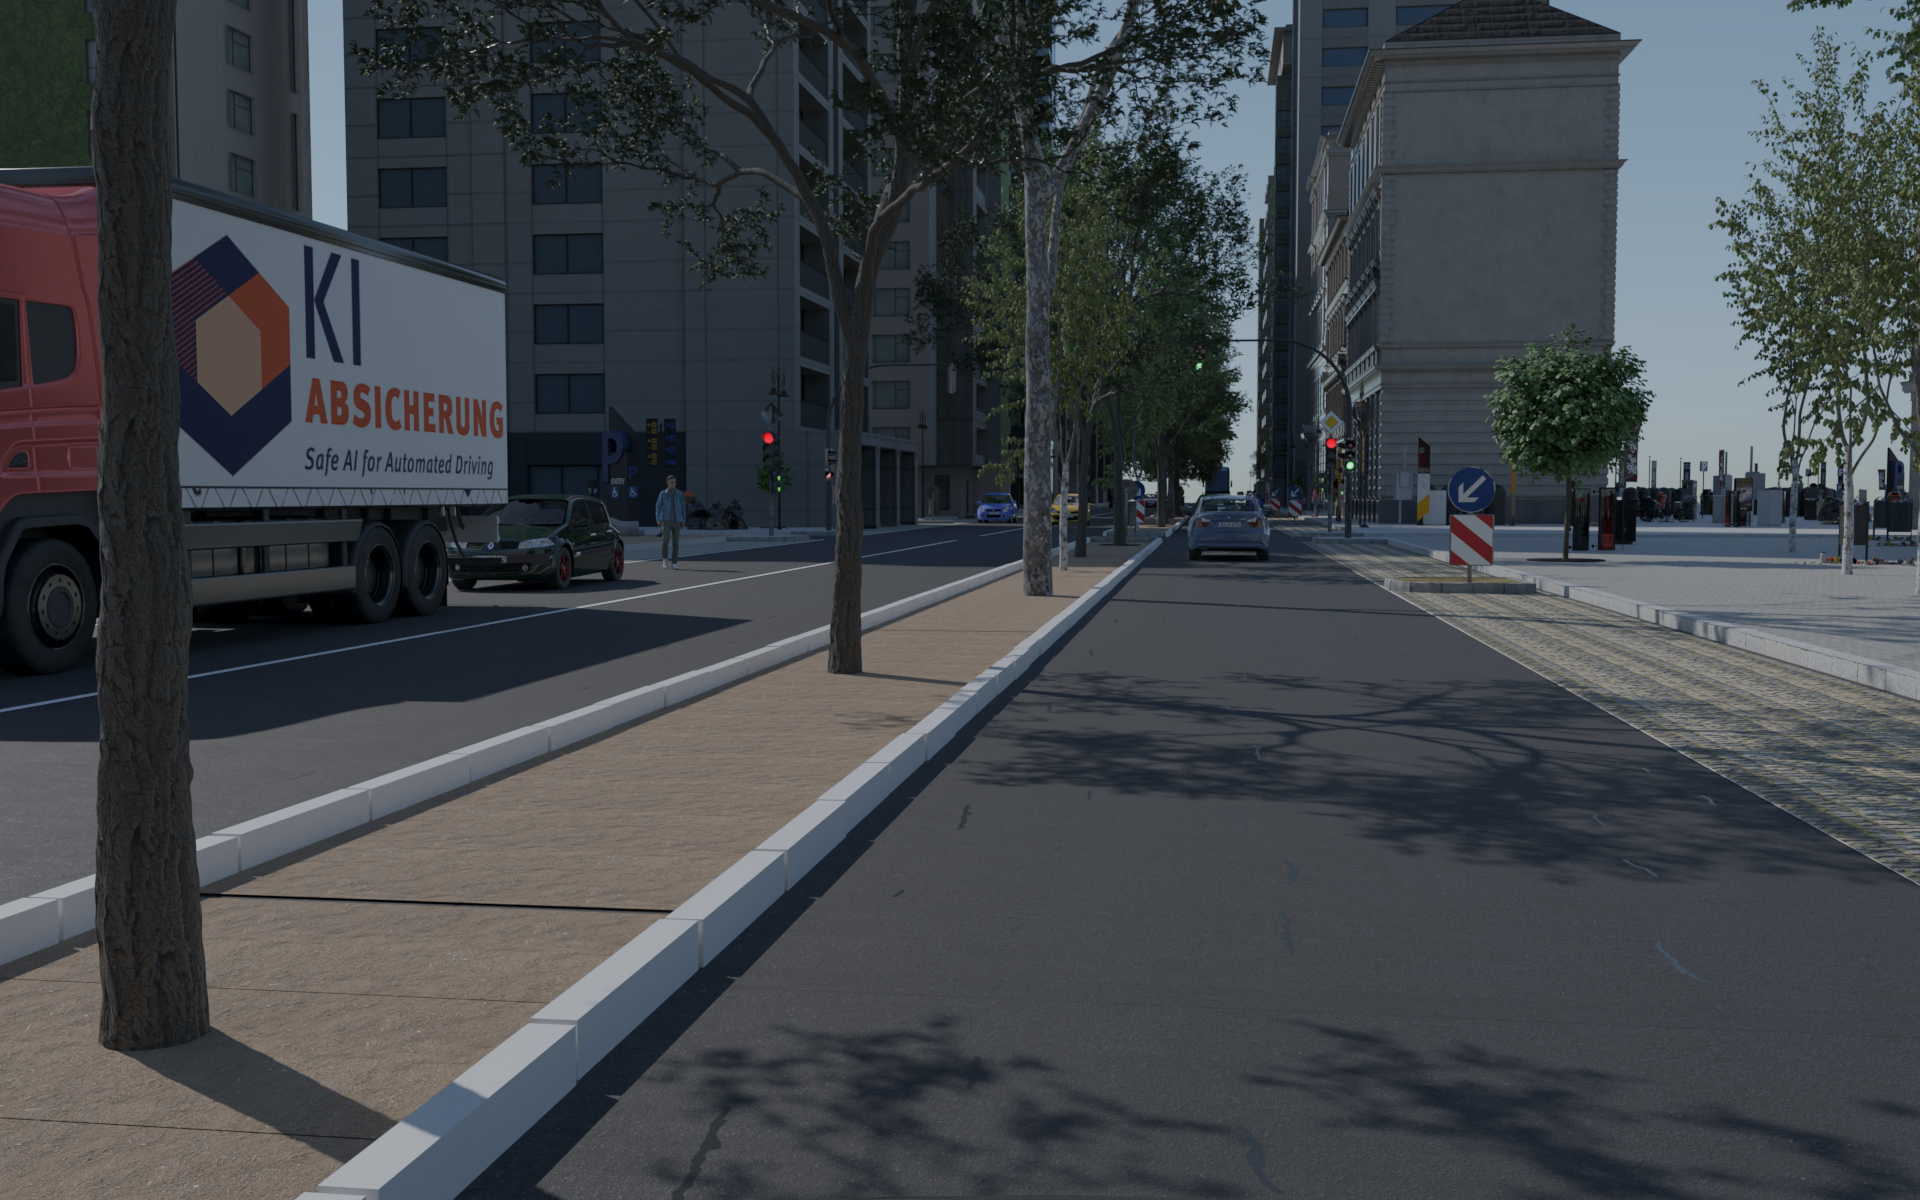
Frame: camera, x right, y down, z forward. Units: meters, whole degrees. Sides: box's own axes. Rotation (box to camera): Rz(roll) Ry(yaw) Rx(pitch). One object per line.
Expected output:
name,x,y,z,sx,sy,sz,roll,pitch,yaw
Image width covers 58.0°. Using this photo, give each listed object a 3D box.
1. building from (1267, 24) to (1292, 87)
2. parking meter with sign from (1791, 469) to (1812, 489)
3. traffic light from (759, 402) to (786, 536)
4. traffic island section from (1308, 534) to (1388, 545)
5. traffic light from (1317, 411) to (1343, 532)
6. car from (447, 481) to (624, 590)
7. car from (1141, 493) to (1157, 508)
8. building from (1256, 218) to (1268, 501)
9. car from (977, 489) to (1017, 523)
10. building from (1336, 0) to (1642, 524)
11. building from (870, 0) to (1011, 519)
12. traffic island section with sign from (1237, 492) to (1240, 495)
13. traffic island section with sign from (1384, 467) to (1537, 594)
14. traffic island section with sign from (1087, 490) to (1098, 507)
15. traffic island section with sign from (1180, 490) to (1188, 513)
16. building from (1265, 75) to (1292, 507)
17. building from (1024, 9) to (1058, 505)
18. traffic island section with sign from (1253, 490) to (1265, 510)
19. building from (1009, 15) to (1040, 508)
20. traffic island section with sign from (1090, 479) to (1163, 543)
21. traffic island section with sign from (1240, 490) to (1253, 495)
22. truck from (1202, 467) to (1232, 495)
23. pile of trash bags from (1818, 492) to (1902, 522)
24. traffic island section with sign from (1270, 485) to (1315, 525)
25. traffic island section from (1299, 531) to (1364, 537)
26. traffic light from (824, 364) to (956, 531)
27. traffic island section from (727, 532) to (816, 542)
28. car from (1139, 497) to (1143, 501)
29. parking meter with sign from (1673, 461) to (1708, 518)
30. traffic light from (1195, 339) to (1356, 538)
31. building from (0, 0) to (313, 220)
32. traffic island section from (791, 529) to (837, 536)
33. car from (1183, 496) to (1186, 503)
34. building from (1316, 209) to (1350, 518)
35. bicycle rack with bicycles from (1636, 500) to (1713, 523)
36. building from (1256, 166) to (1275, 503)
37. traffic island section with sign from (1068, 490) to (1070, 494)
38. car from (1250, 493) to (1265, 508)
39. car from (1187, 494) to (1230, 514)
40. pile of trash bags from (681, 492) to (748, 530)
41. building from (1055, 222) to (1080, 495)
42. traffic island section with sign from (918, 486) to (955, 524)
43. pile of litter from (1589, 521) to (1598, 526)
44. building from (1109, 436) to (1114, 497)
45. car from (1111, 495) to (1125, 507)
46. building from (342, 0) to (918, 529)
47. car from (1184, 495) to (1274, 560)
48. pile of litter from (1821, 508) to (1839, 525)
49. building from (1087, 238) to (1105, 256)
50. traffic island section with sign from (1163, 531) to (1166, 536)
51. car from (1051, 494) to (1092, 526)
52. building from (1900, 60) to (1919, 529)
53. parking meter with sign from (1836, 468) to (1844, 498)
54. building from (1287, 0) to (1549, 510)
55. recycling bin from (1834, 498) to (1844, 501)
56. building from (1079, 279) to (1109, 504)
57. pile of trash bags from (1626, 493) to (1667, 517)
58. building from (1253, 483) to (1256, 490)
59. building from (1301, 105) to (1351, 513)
building,48.644,-36.824,191.303,28.713,52.752,27.495,1,4,8
parking meter with sign,57.186,-7.468,118.369,1.738,3.016,0.543,0,4,-8
traffic light,-5.765,-3.919,52.992,0.839,4.253,0.868,1,4,8
traffic island section,11.354,-1.733,50.613,2.009,0.180,2.903,1,4,8
traffic light,12.478,-4.250,58.406,0.839,4.253,0.868,1,4,8
car,-6.632,-1.072,27.315,2.009,1.686,4.222,0,4,7
car,17.427,-9.098,157.784,2.155,1.783,4.494,1,4,8
building,51.200,-35.081,257.173,14.154,41.232,14.086,1,4,8
car,1.870,-4.680,86.115,1.945,1.707,3.694,0,4,8
building,24.216,-15.532,82.833,11.050,23.489,19.941,1,4,8
building,-4.789,-25.535,101.093,14.154,41.232,14.086,1,4,8
traffic island section with sign,30.678,-10.740,184.226,1.989,1.847,2.006,1,4,8
traffic island section with sign,7.374,-1.047,25.740,1.989,1.847,2.006,1,4,8
traffic island section with sign,13.825,-10.883,186.567,1.989,1.847,2.006,1,4,8
traffic island section with sign,16.952,-7.665,133.466,2.006,1.907,1.989,1,4,8
building,38.125,-29.859,171.793,14.154,41.232,14.086,1,4,8
building,-0.396,-53.029,179.700,22.319,86.520,31.000,1,4,8
traffic island section with sign,19.362,-6.029,107.199,1.989,1.847,2.006,1,4,8
building,-4.813,-30.379,151.328,22.147,44.769,28.867,1,4,8
traffic island section with sign,4.940,-2.670,51.795,2.006,1.907,1.989,1,4,8
traffic island section with sign,26.759,-9.109,157.556,1.989,1.847,2.006,1,4,8
truck,24.487,-10.701,164.725,2.967,4.110,18.799,1,4,8
pile of trash bags,42.136,-4.360,81.030,3.447,1.369,1.912,1,4,17
traffic island section with sign,15.428,-4.398,80.531,1.989,1.847,2.006,1,4,8
traffic island section,12.516,-2.216,58.514,2.009,0.180,2.903,1,4,8
traffic light,-2.520,-5.257,60.623,4.771,5.953,1.251,1,4,8
traffic island section,-5.803,-1.887,53.132,2.009,0.180,2.903,1,4,8
car,24.753,-13.697,235.738,2.131,1.459,4.920,0,4,7
parking meter with sign,38.984,-5.890,92.561,0.543,3.016,1.738,-2,4,-31
traffic light,9.233,-4.648,50.668,4.771,5.953,1.251,1,4,8
building,-36.197,-23.627,69.892,14.086,41.232,14.154,1,4,8
traffic island section,-4.641,-2.370,61.033,2.009,0.180,2.903,1,4,8
car,35.510,-16.459,280.899,2.131,1.459,4.920,0,4,7
building,26.899,-14.540,102.360,10.561,19.102,19.286,1,4,8
bicycle rack with bicycles,32.177,-4.015,79.021,2.852,0.926,2.925,-2,4,-28
building,52.482,-37.595,234.280,23.786,49.044,30.456,1,4,8
traffic island section with sign,9.881,-9.242,159.730,1.989,1.847,2.006,1,4,8
car,27.713,-9.377,162.905,1.945,1.707,3.694,1,4,9
car,9.581,-3.250,64.937,2.131,1.459,4.920,0,4,8
pile of trash bags,-9.227,-3.260,63.054,1.912,1.369,3.447,-3,5,-39
building,6.636,-31.806,203.615,14.154,41.232,14.086,1,4,8
traffic island section with sign,-1.315,-4.591,83.696,1.989,1.847,2.006,1,4,8
pile of litter,25.938,-3.402,69.584,1.176,0.858,1.719,0,4,7
building,19.175,-31.294,283.356,14.160,30.474,14.107,1,4,8
car,17.882,-11.202,195.735,1.945,1.354,3.894,0,4,7
building,-12.708,-38.992,75.767,20.563,71.187,20.611,1,4,8
car,6.024,-1.638,38.787,2.014,1.417,4.499,1,4,9
pile of litter,36.800,-3.584,72.555,1.176,0.858,1.719,1,4,8
building,14.097,-37.005,255.136,14.600,45.320,14.200,1,4,8
traffic island section with sign,6.027,-3.118,59.122,2.006,1.907,1.989,1,4,8
car,5.004,-4.189,78.720,2.015,1.641,3.980,0,4,7
building,35.691,-12.727,58.995,40.483,20.767,10.553,1,4,8
parking meter with sign,58.994,-7.330,116.111,0.543,3.016,1.738,2,4,33
building,39.116,-37.121,148.931,21.231,58.520,28.212,1,4,8
recycling bin,53.704,-5.695,105.672,0.722,1.027,0.722,-2,4,-27
building,12.842,-28.705,241.033,14.160,30.474,14.107,1,4,8
pile of trash bags,38.880,-5.392,97.912,3.447,1.369,1.912,-3,4,-39
building,63.156,-35.675,275.173,32.217,40.220,23.993,1,4,8
building,31.390,-20.519,121.394,13.634,28.700,20.117,1,4,8
